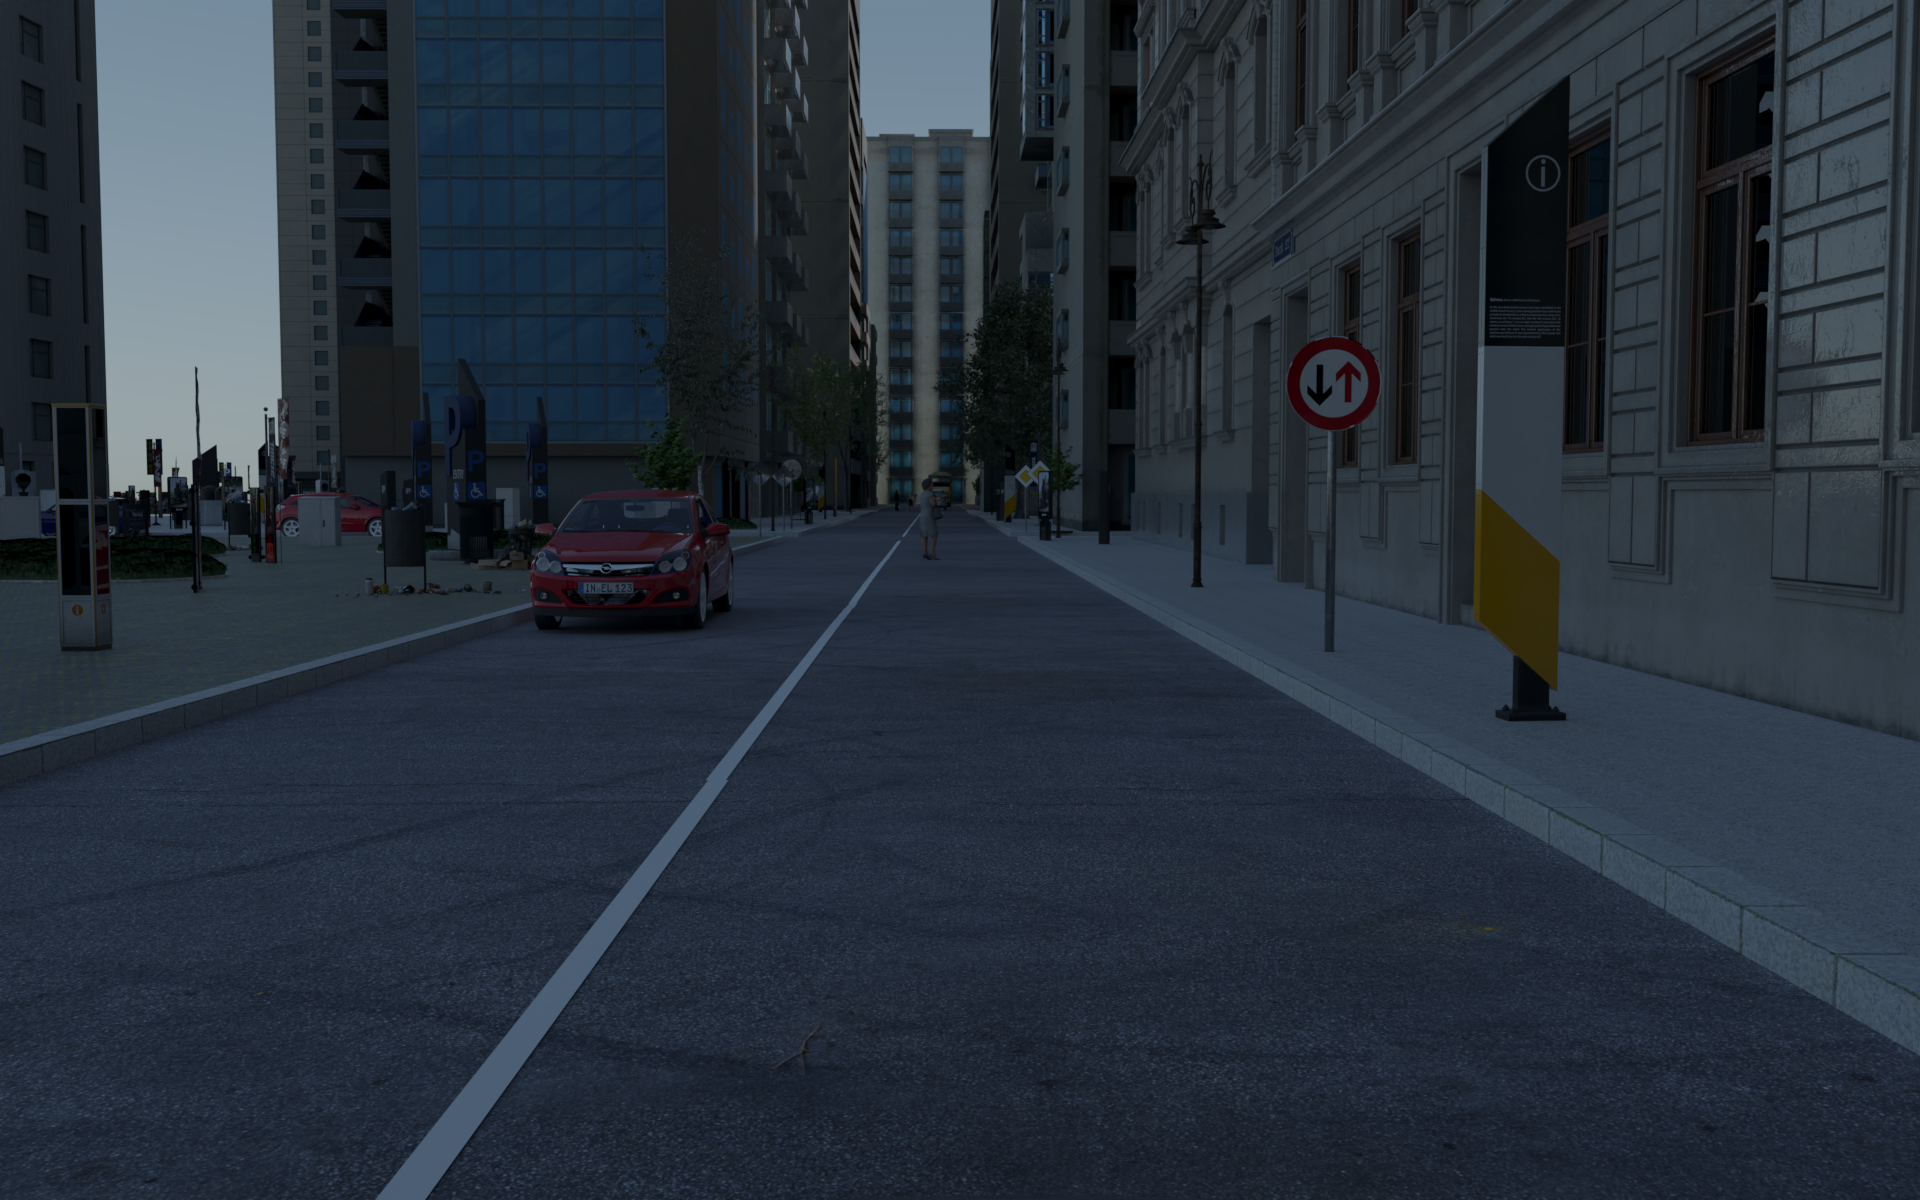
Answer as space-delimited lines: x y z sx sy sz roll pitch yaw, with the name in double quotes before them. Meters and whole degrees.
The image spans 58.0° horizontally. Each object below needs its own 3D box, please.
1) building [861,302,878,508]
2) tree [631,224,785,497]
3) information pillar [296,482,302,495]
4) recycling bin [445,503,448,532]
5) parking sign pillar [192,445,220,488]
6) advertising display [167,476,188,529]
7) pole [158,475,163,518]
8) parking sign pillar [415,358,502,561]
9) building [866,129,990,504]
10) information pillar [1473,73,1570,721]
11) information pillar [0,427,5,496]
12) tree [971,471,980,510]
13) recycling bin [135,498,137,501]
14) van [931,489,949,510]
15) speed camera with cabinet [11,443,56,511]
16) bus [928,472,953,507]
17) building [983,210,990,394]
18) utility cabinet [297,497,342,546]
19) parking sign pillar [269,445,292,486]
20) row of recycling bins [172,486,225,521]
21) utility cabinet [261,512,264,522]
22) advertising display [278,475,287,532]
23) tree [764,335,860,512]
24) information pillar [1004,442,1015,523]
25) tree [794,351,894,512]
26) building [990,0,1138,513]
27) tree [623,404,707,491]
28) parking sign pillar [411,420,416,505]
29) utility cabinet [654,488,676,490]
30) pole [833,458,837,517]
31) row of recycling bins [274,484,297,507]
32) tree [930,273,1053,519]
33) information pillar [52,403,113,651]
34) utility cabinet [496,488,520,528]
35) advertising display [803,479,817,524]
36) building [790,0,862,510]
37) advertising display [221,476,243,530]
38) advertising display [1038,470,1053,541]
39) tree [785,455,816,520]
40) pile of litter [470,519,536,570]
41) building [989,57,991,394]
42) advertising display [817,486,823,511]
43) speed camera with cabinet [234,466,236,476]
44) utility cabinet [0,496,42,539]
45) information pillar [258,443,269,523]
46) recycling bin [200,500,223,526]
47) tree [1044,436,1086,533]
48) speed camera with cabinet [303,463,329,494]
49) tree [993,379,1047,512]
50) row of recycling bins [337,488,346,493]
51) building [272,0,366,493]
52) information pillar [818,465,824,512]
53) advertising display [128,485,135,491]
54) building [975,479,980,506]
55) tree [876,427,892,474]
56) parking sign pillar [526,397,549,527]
"building" -22.434 -19.916 170.658 27.650 21.520 28.899 0 4 -1
"tree" -6.987 -5.914 47.062 4.360 8.622 3.978 0 3 0
"information pillar" -39.521 -6.050 103.403 0.304 2.012 0.304 1 4 8
"recycling bin" -14.147 -2.221 48.861 0.722 1.027 0.722 -1 4 -16
"parking sign pillar" -41.040 -6.470 94.263 1.447 3.967 1.447 0 4 -5
"advertising display" -28.885 -3.593 63.961 0.123 1.923 0.974 1 4 14
"pole" -42.988 -6.068 93.047 0.158 3.312 0.155 0 3 0
"parking sign pillar" -9.680 -2.780 33.930 1.447 3.967 1.447 -2 4 -32
"building" -1.307 -37.328 229.921 30.456 49.044 23.786 0 4 -1
"information pillar" 3.171 -1.126 9.757 0.504 3.616 0.183 0 4 -6
"information pillar" -28.616 -3.670 51.362 0.183 3.616 0.504 3 5 44
"tree" 1.605 -9.073 142.936 1.663 3.219 1.824 0 3 0
"recycling bin" -54.067 -6.123 112.658 0.722 1.027 0.722 2 4 26
"van" -1.980 -8.935 153.093 2.013 2.044 4.112 0 4 0
"speed camera with cabinet" -35.365 -4.427 66.725 2.038 3.252 0.660 0 4 -1
"bus" -2.216 -12.208 191.143 2.896 3.916 12.252 0 4 0
"building" 9.286 -24.871 178.347 14.160 30.474 14.107 0 4 -1
"utility cabinet" -15.972 -1.959 43.196 1.020 1.237 0.306 1 4 11
"parking sign pillar" -34.568 -6.098 88.172 1.447 3.967 1.447 1 4 14
"row of recycling bins" -36.928 -4.728 84.420 3.534 1.692 1.069 1 4 20
"utility cabinet" -32.042 -4.191 79.689 0.306 1.237 1.020 2 4 30
"advertising display" -22.997 -3.278 58.813 0.123 1.923 0.974 -2 4 -31
"tree" -6.944 -7.981 80.846 4.737 8.622 4.395 0 3 0
"information pillar" 2.234 -5.291 77.865 0.504 3.616 0.183 0 4 -7
"tree" -8.361 -12.260 126.200 9.928 11.665 9.643 0 3 0
"building" 13.521 -31.897 145.215 21.300 48.544 21.600 0 4 -1
"tree" -6.237 -2.618 37.402 1.663 3.219 1.824 0 3 0
"parking sign pillar" -14.082 -3.481 45.388 1.447 3.967 1.447 -1 4 -19
"utility cabinet" -10.235 -3.155 60.266 1.173 1.500 0.318 3 5 40
"pole" -7.046 -6.348 97.640 0.158 3.312 0.155 0 3 0
"row of recycling bins" -28.038 -3.957 71.815 1.069 1.692 3.534 -1 4 -17
"tree" 3.249 -10.575 89.912 9.611 12.733 9.660 0 3 0
"information pillar" -7.194 -0.594 14.210 0.304 2.012 0.304 0 4 -2
"utility cabinet" -16.514 -3.343 63.332 0.318 1.500 1.173 -3 5 -45
"advertising display" -6.417 -4.173 73.439 0.123 1.923 0.974 1 4 16
"building" -19.384 -31.851 144.470 21.300 48.544 21.600 0 4 -1
"advertising display" -26.027 -3.472 61.982 0.123 1.923 0.974 1 4 17
"advertising display" 2.352 -2.600 47.719 0.123 1.923 0.974 -1 4 -15
"tree" -7.840 -5.537 85.135 1.663 3.219 1.824 0 3 0
"pile of litter" -7.688 -0.957 29.607 1.176 0.858 1.719 -2 4 -35
"building" 9.745 -29.333 163.196 14.154 41.232 14.086 0 4 -1
"advertising display" -10.645 -7.756 132.029 0.974 1.923 0.123 3 5 39
"speed camera with cabinet" -51.806 -7.811 122.048 2.038 3.252 0.660 0 4 -4
"utility cabinet" -24.604 -2.086 45.271 1.020 1.237 0.306 -1 4 -23
"information pillar" -30.598 -5.187 76.157 0.504 3.616 0.183 1 4 13
"recycling bin" -30.239 -3.504 69.847 0.722 1.027 0.722 -3 5 -44
"tree" 3.307 -3.877 57.985 1.663 3.219 1.824 0 3 0
"speed camera with cabinet" -41.614 -7.159 111.385 0.660 3.252 2.038 3 5 40
"tree" 3.010 -9.087 98.929 4.360 8.622 3.978 0 3 0
"row of recycling bins" -39.374 -6.361 111.122 1.069 1.692 3.534 -1 4 -11
"building" -63.682 -46.418 197.183 20.611 71.187 20.563 0 4 -1
"information pillar" -9.669 -7.925 120.931 0.504 3.616 0.183 -1 4 -15
"advertising display" -60.396 -7.408 126.328 0.123 1.923 0.974 0 4 -4
"building" 17.958 -30.906 197.189 32.217 40.220 23.993 0 4 -1
"tree" -9.396 -14.582 188.781 4.360 8.622 3.978 0 3 0
"parking sign pillar" -11.556 -3.603 47.388 1.447 3.967 1.447 -1 4 -19
